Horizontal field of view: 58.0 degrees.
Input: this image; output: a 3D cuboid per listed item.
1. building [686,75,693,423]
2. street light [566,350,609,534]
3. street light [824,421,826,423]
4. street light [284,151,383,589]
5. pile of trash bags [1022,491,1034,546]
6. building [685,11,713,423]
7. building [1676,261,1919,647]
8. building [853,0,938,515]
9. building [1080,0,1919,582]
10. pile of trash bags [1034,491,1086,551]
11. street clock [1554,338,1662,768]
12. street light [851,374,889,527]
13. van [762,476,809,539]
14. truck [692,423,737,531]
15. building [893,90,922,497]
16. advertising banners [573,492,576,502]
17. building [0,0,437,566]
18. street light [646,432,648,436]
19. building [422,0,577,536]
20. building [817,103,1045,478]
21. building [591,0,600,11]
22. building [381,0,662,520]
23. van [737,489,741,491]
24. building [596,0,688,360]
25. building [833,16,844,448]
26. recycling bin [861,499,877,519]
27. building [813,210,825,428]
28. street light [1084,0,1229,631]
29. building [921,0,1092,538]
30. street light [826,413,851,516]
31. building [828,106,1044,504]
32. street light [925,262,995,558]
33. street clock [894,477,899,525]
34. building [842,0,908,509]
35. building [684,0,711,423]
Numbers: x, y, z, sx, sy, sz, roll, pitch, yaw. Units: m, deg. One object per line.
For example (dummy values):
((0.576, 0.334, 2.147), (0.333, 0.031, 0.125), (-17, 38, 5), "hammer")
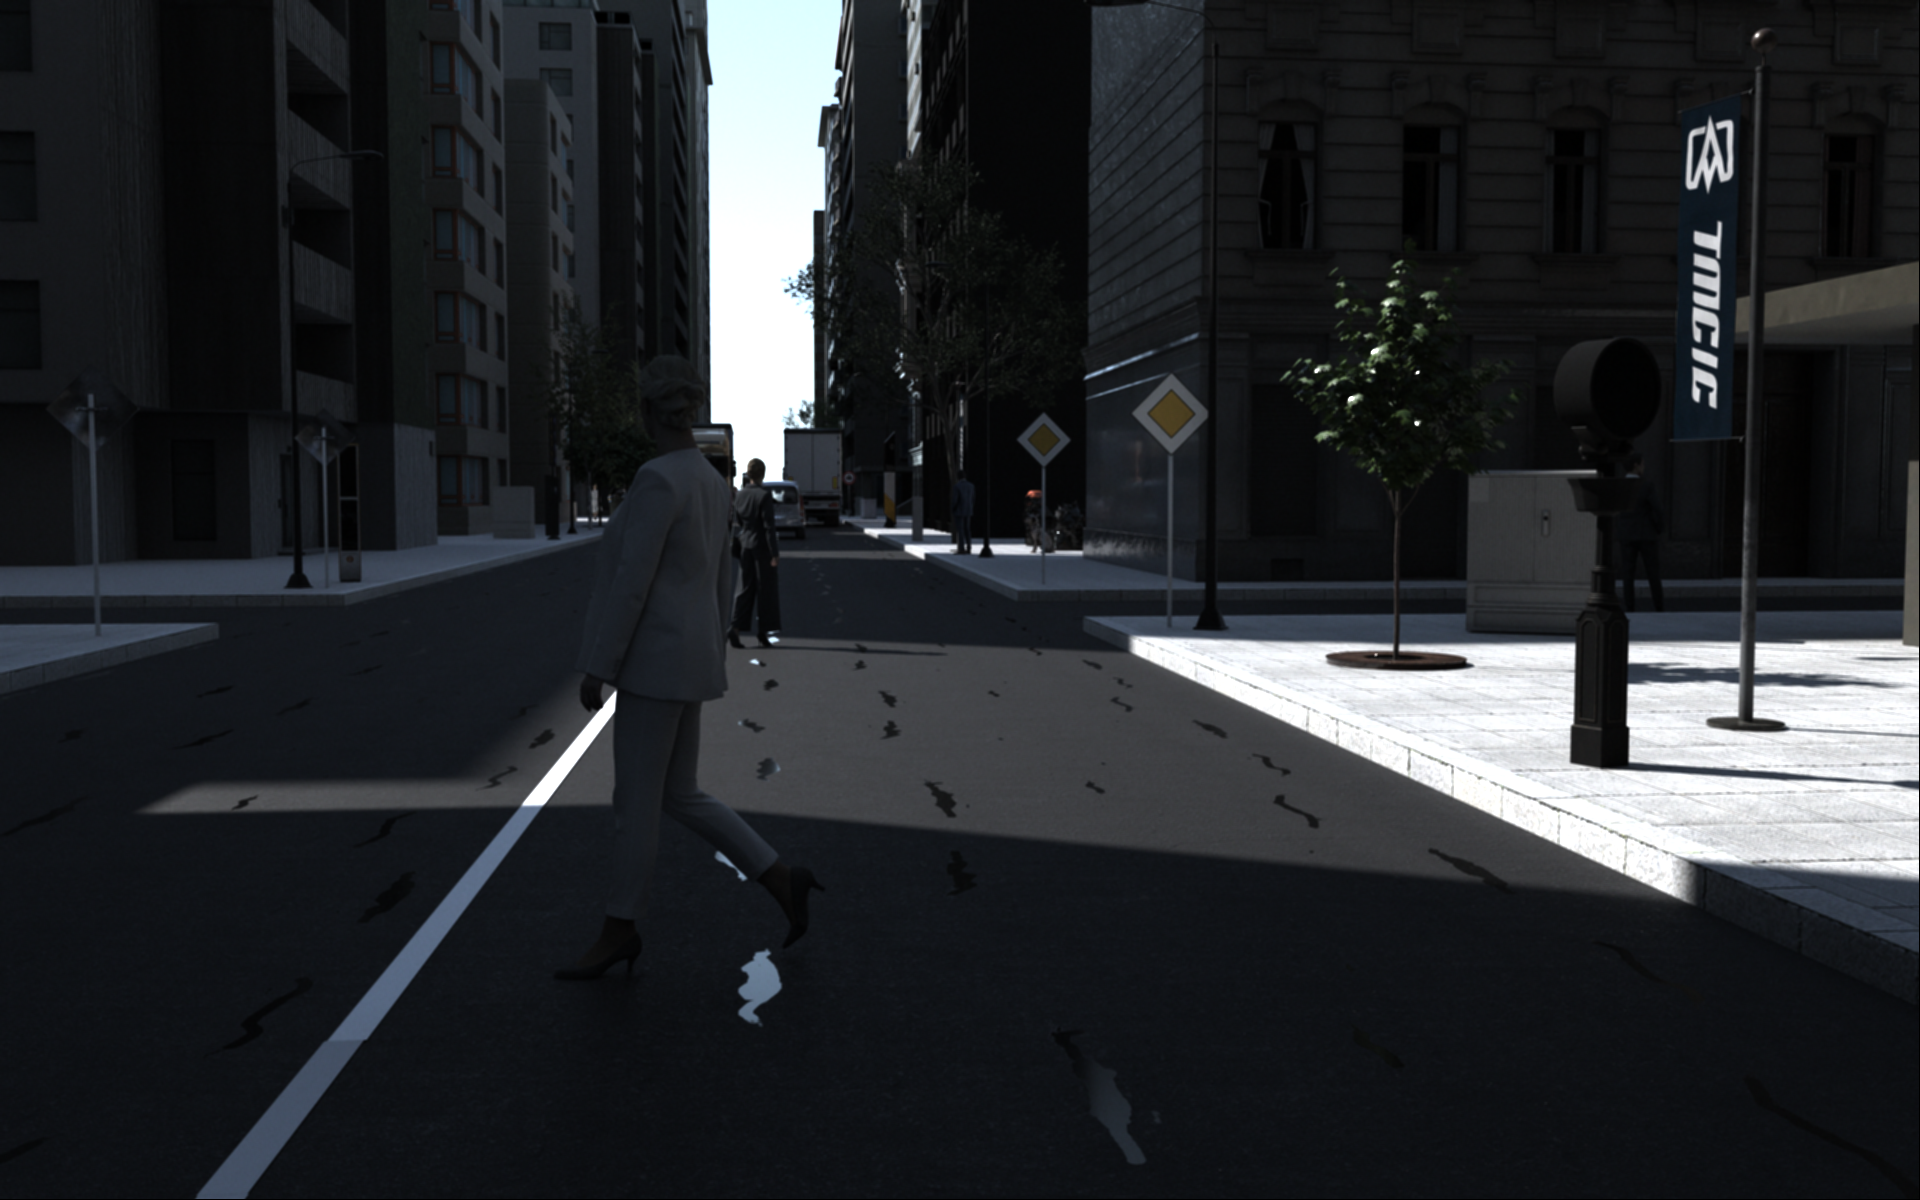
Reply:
((-32.755, -29.357, 163.581), (14.154, 41.232, 14.086), (0, 4, -6), "building")
((-11.989, -5.094, 55.827), (1.470, 5.913, 1.316), (0, 4, -6), "street light")
((-7.970, -8.436, 110.466), (1.470, 5.913, 1.316), (0, 4, -6), "street light")
((-8.501, -3.119, 23.540), (1.470, 5.913, 1.316), (0, 4, -6), "street light")
((2.434, -2.053, 43.315), (1.912, 1.369, 3.447), (-1, 4, -22), "pile of trash bags")
((-42.332, -36.980, 193.860), (28.713, 52.752, 27.495), (0, 4, -6), "building")
((18.881, -21.239, 1.891), (22.147, 44.769, 28.867), (0, 4, -6), "building")
((9.314, -25.742, 112.759), (32.217, 40.220, 23.993), (0, 4, -6), "building")
((11.804, -11.067, 30.093), (18.267, 20.994, 9.793), (0, 4, -6), "building")
((3.663, -1.830, 39.669), (3.447, 1.369, 1.912), (1, 4, 16), "pile of trash bags")
((3.033, -0.219, 8.157), (0.471, 2.002, 0.358), (-2, 4, -28), "street clock")
((-3.334, -5.759, 66.693), (1.470, 5.913, 1.316), (0, 4, -6), "street light")
((-5.934, -3.038, 56.684), (2.013, 2.044, 4.112), (0, 4, -7), "van")
((-10.491, -4.993, 70.544), (2.839, 4.237, 11.283), (0, 4, -7), "truck")
((4.134, -16.143, 83.029), (14.460, 24.649, 34.723), (0, 4, -6), "building")
((-21.635, -5.937, 93.253), (2.074, 3.025, 0.090), (1, 4, 13), "advertising banners")
((-19.553, -16.138, 35.565), (14.160, 30.474, 14.107), (0, 4, -6), "building")
((-15.287, -7.043, 87.694), (1.470, 5.913, 1.316), (0, 4, -6), "street light")
((-30.412, -13.494, 65.666), (27.650, 21.520, 28.899), (0, 4, -6), "building")
((-4.262, -39.274, 231.360), (28.713, 52.752, 27.495), (0, 4, -6), "building")
((-37.779, -26.295, 121.797), (32.217, 40.220, 23.993), (0, 4, -6), "building")
((-25.531, -20.340, 104.256), (14.160, 30.474, 14.107), (0, 4, -6), "building")
((-18.688, -8.681, 148.941), (2.013, 2.044, 4.112), (0, 4, -7), "van")
((-34.199, -31.902, 145.300), (21.300, 48.544, 21.600), (0, 4, -6), "building")
((-0.381, -30.924, 160.228), (22.147, 44.769, 28.867), (0, 4, -6), "building")
((-4.738, -4.727, 89.841), (0.722, 1.027, 0.722), (-1, 4, -15), "recycling bin")
((-14.265, -34.736, 251.531), (14.154, 41.232, 14.086), (0, 4, -6), "building")
((1.844, -2.672, 16.224), (1.470, 5.913, 1.316), (0, 4, -6), "street light")
((5.503, -13.955, 57.842), (12.332, 23.373, 15.834), (0, 4, -6), "building")
((-6.739, -7.749, 99.242), (1.470, 5.913, 1.316), (0, 4, -6), "street light")
((-3.974, -35.646, 202.424), (23.786, 49.044, 30.456), (0, 4, -6), "building")
((-0.004, -3.810, 34.829), (1.470, 5.913, 1.316), (0, 4, -6), "street light")
((-2.747, -4.070, 71.116), (0.471, 2.002, 0.358), (3, 5, 42), "street clock")
((1.913, -31.274, 135.029), (21.300, 48.544, 21.600), (0, 4, -6), "building")
((-43.127, -49.136, 241.622), (20.563, 71.187, 20.611), (0, 4, -6), "building")
